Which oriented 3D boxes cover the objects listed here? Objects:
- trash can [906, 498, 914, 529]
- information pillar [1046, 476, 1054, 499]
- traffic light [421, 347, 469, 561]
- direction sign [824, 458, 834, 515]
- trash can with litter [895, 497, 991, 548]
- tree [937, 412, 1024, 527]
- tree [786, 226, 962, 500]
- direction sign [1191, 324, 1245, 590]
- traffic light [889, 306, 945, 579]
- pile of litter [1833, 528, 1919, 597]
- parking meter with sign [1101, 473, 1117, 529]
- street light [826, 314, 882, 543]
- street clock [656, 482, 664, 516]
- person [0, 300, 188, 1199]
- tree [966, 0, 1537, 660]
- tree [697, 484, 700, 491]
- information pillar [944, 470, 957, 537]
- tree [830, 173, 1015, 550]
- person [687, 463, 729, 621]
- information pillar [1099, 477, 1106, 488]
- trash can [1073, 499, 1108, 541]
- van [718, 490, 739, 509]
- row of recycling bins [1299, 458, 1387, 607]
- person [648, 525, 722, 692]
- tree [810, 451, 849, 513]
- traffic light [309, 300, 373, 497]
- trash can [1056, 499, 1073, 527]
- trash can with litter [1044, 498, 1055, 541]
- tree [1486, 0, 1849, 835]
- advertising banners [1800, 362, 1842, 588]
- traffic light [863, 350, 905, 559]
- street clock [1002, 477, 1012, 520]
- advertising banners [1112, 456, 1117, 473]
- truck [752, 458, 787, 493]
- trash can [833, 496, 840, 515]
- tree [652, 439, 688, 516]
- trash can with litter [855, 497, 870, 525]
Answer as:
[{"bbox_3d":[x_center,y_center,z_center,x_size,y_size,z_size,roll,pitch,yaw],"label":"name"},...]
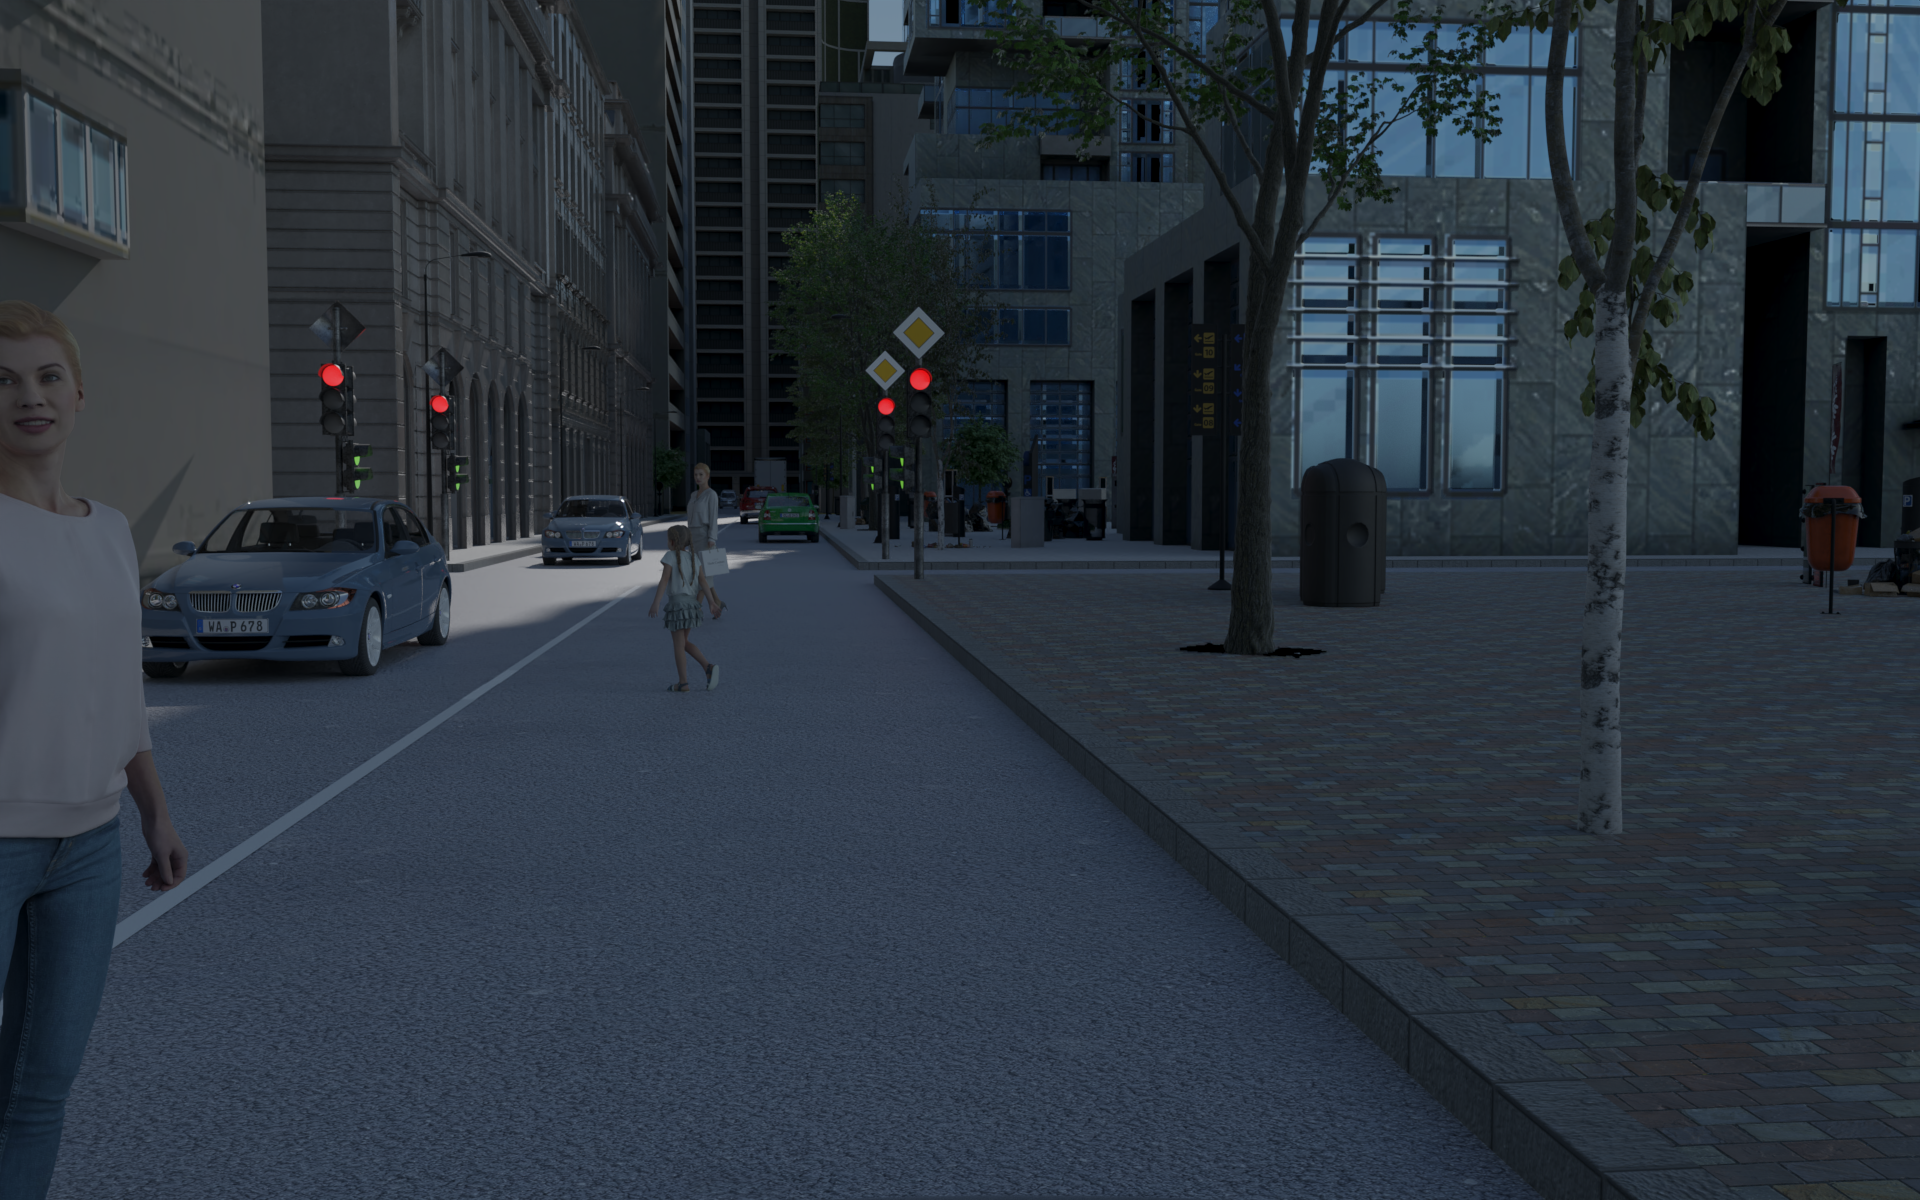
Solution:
[{"bbox_3d":[-1.641,-3.229,64.452,0.748,1.137,0.748,0,3,0],"label":"trash can"},{"bbox_3d":[3.730,-4.142,72.210,0.304,2.012,0.304,0,4,-3],"label":"information pillar"},{"bbox_3d":[-9.846,-2.702,33.099,0.839,4.253,0.868,0,4,-6],"label":"traffic light"},{"bbox_3d":[-8.191,-7.103,108.134,0.876,3.537,0.379,3,5,41],"label":"direction sign"},{"bbox_3d":[-0.512,-1.869,41.617,2.233,1.210,1.678,2,4,32],"label":"trash can with litter"},{"bbox_3d":[0.826,-5.134,67.662,4.285,4.588,4.351,0,3,0],"label":"tree"},{"bbox_3d":[-3.670,-9.529,73.931,7.486,12.596,7.792,0,3,0],"label":"tree"},{"bbox_3d":[3.514,-1.904,23.129,0.876,3.537,0.379,0,4,-4],"label":"direction sign"},{"bbox_3d":[-0.639,-2.272,26.060,0.839,4.253,0.868,0,4,-6],"label":"traffic light"},{"bbox_3d":[11.921,-0.480,21.813,1.176,0.858,1.719,-1,4,-22],"label":"pile of litter"},{"bbox_3d":[5.930,-4.139,63.939,1.738,3.016,0.543,1,4,9],"label":"parking meter with sign"},{"bbox_3d":[-2.634,-4.428,44.939,1.470,5.913,1.316,0,4,-6],"label":"street light"},{"bbox_3d":[-17.495,-5.888,100.843,0.471,2.002,0.358,0,4,4],"label":"street clock"},{"bbox_3d":[-1.677,0.392,2.759,0.598,1.740,0.731,1,4,9],"label":"person"},{"bbox_3d":[2.505,-5.372,13.580,9.928,11.665,9.643,0,3,0],"label":"tree"},{"bbox_3d":[-24.585,-10.139,160.381,1.663,3.219,1.824,0,3,0],"label":"tree"},{"bbox_3d":[-0.281,-2.919,52.223,0.304,2.012,0.304,2,4,25],"label":"information pillar"},{"bbox_3d":[-0.589,-5.443,39.363,4.360,8.622,3.978,0,3,0],"label":"tree"},{"bbox_3d":[-2.857,-0.654,19.554,0.624,1.780,0.694,-2,4,-32],"label":"person"},{"bbox_3d":[6.227,-4.355,75.699,0.304,2.012,0.304,0,4,-1],"label":"information pillar"},{"bbox_3d":[3.711,-2.212,47.820,0.748,1.137,0.748,0,3,0],"label":"trash can"},{"bbox_3d":[-22.392,-9.813,167.460,2.013,2.044,4.112,0,4,-6],"label":"van"},{"bbox_3d":[4.699,-0.863,21.216,1.069,1.692,3.534,1,4,15],"label":"row of recycling bins"},{"bbox_3d":[-1.995,0.064,12.470,0.382,1.210,0.505,3,4,37],"label":"person"},{"bbox_3d":[-8.543,-8.117,116.423,4.285,4.588,4.351,0,3,0],"label":"tree"},{"bbox_3d":[-9.002,-2.216,25.158,0.839,4.253,0.868,0,4,-6],"label":"traffic light"},{"bbox_3d":[3.367,-2.614,54.397,0.748,1.137,0.748,0,3,0],"label":"trash can"},{"bbox_3d":[2.088,-2.178,47.000,0.624,1.170,1.055,-3,5,-40],"label":"trash can with litter"},{"bbox_3d":[2.676,-3.423,6.326,4.737,8.622,4.395,0,3,0],"label":"tree"},{"bbox_3d":[11.923,-1.700,23.983,0.090,3.025,2.074,1,4,16],"label":"advertising banners"},{"bbox_3d":[-1.484,-2.757,34.001,0.839,4.253,0.868,0,4,-6],"label":"traffic light"},{"bbox_3d":[2.017,-4.255,74.136,0.358,2.002,0.471,3,4,36],"label":"street clock"},{"bbox_3d":[7.392,-5.043,78.648,0.090,3.025,2.074,-2,4,-25],"label":"advertising banners"},{"bbox_3d":[-15.253,-9.183,139.059,2.839,4.237,11.283,0,4,-7],"label":"truck"},{"bbox_3d":[-7.263,-5.673,104.405,0.748,1.137,0.748,0,3,0],"label":"trash can"},{"bbox_3d":[-17.948,-7.360,104.054,4.285,4.588,4.351,0,3,0],"label":"tree"},{"bbox_3d":[-3.950,-3.717,72.159,0.624,1.170,1.055,2,4,26],"label":"trash can with litter"}]
